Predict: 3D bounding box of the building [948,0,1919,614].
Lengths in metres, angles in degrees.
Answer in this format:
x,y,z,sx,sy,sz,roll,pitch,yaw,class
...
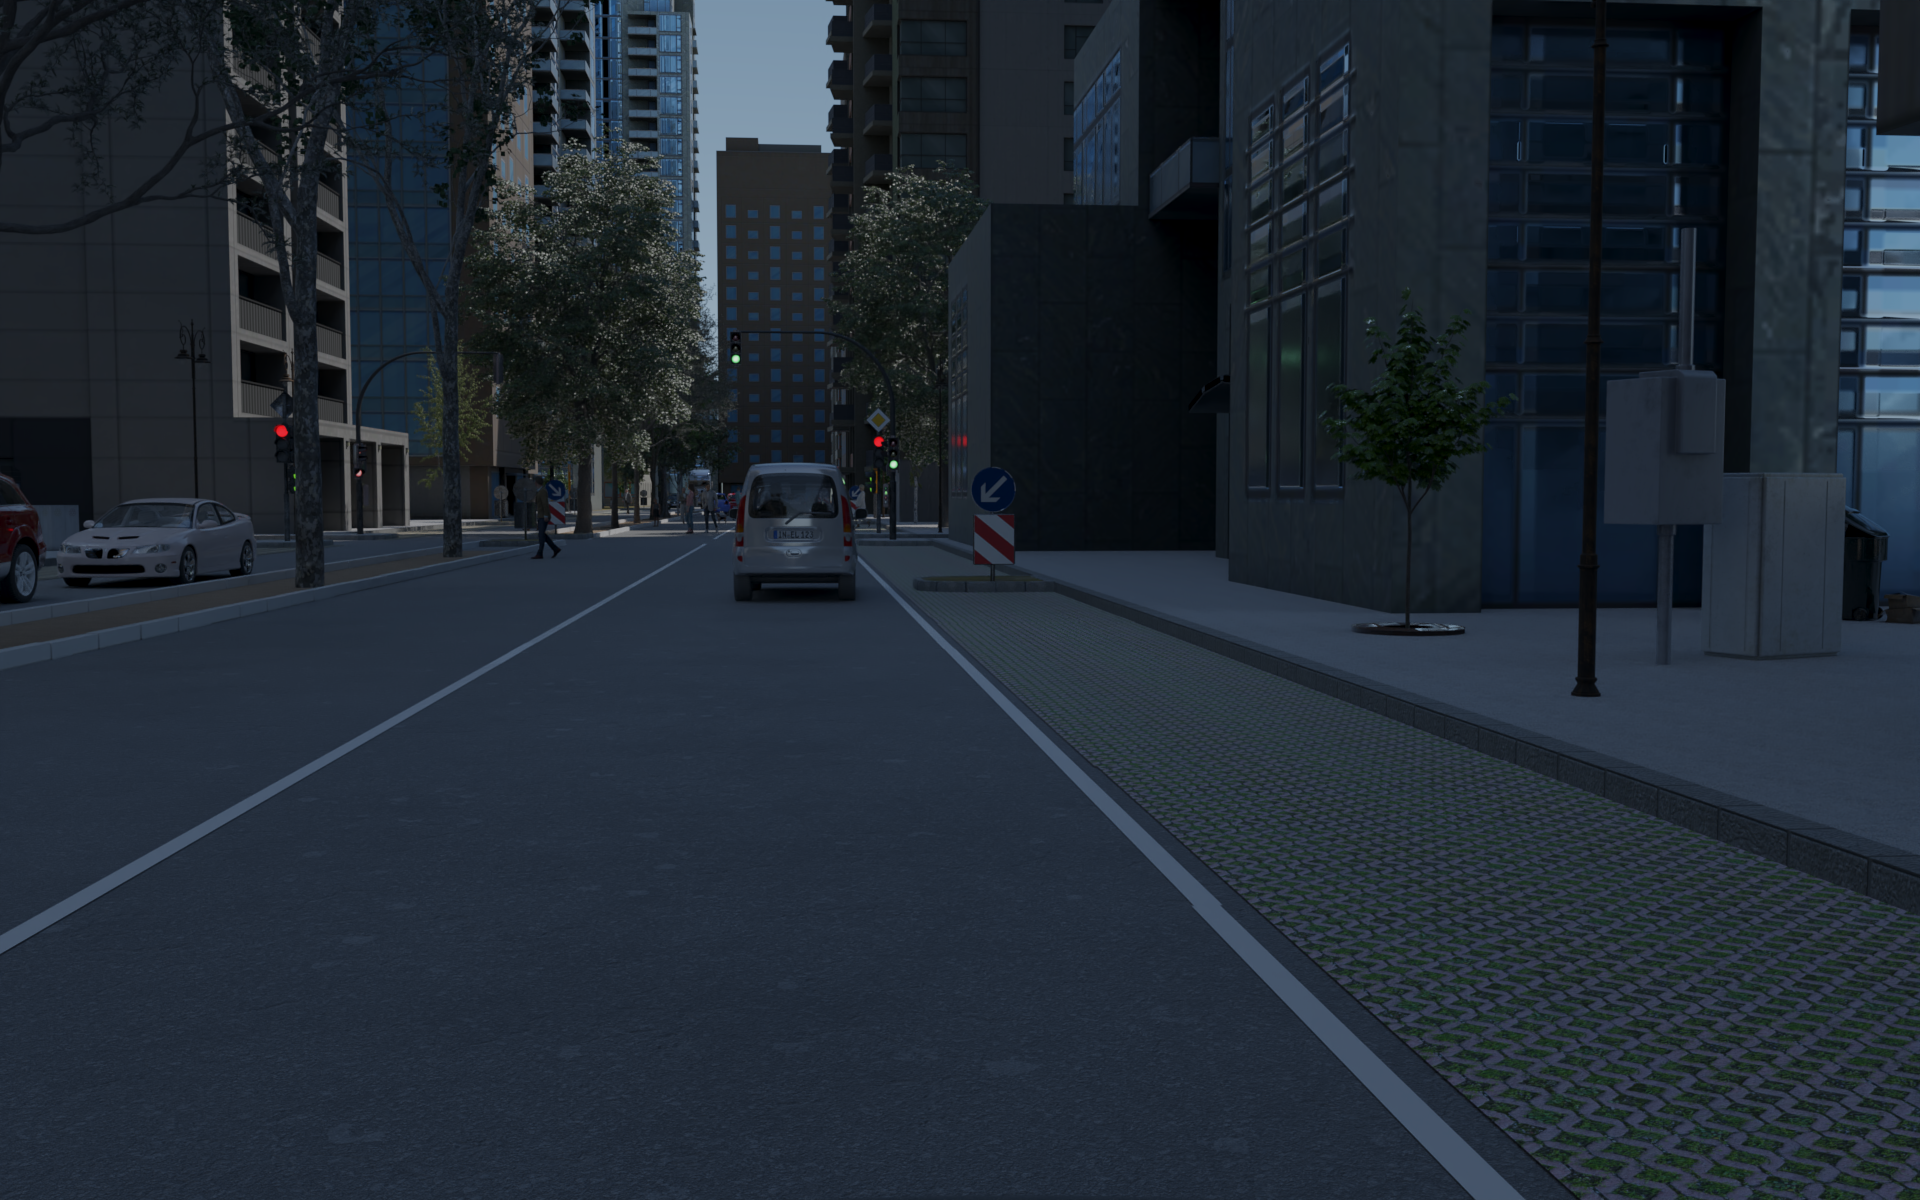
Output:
x,y,z,sx,sy,sz,roll,pitch,yaw,class
12.265,-44.009,32.225,22.319,86.520,31.000,0,4,-5,building

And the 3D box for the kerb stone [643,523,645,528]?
x,y,z,sx,sy,sz,roll,pitch,yaw,class
-13.519,-3.120,73.214,0.120,0.150,1.000,0,4,-5,kerb stone

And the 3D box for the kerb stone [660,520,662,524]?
x,y,z,sx,sy,sz,roll,pitch,yaw,class
-14.400,-3.683,82.407,0.120,0.150,1.000,0,4,-5,kerb stone

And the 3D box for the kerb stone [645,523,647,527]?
x,y,z,sx,sy,sz,roll,pitch,yaw,class
-13.614,-3.183,74.238,0.120,0.150,1.000,0,4,-5,kerb stone

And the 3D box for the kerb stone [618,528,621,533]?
x,y,z,sx,sy,sz,roll,pitch,yaw,class
-12.529,-2.492,62.972,0.120,0.150,1.000,0,4,-5,kerb stone

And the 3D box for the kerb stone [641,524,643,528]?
x,y,z,sx,sy,sz,roll,pitch,yaw,class
-13.420,-3.049,72.187,0.120,0.150,1.000,0,4,-5,kerb stone

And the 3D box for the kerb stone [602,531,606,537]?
x,y,z,sx,sy,sz,roll,pitch,yaw,class
-12.046,-2.180,57.881,0.120,0.150,1.000,0,4,-5,kerb stone

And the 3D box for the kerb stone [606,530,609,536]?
x,y,z,sx,sy,sz,roll,pitch,yaw,class
-12.140,-2.245,58.899,0.120,0.150,1.000,0,4,-5,kerb stone

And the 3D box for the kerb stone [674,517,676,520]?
x,y,z,sx,sy,sz,roll,pitch,yaw,class
-15.275,-4.241,91.616,0.120,0.150,1.000,0,4,-5,kerb stone

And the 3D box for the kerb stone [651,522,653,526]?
x,y,z,sx,sy,sz,roll,pitch,yaw,class
-13.903,-3.371,77.306,0.120,0.150,1.000,0,4,-5,kerb stone

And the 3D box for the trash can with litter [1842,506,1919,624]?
x,y,z,sx,sy,sz,roll,pitch,yaw,class
9.319,-0.375,17.513,0.624,1.170,1.055,-3,5,-39,trash can with litter

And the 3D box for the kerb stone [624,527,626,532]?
x,y,z,sx,sy,sz,roll,pitch,yaw,class
-12.730,-2.616,65.023,0.120,0.150,1.000,0,4,-5,kerb stone

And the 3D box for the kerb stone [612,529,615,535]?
x,y,z,sx,sy,sz,roll,pitch,yaw,class
-12.328,-2.370,60.937,0.120,0.150,1.000,0,4,-5,kerb stone

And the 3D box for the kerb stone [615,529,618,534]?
x,y,z,sx,sy,sz,roll,pitch,yaw,class
-12.437,-2.432,61.954,0.120,0.150,1.000,0,4,-5,kerb stone

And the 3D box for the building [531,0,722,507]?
x,y,z,sx,sy,sz,roll,pitch,yaw,class
-46.549,-55.586,221.496,31.000,86.520,22.319,0,4,-5,building

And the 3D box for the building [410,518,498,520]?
x,y,z,sx,sy,sz,roll,pitch,yaw,class
-30.902,-27.021,91.903,14.600,45.320,14.200,0,4,-5,building

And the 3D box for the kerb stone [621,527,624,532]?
x,y,z,sx,sy,sz,roll,pitch,yaw,class
-12.636,-2.557,63.997,0.120,0.150,1.000,0,4,-5,kerb stone

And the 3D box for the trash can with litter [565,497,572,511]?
x,y,z,sx,sy,sz,roll,pitch,yaw,class
-29.192,-7.144,128.198,1.055,1.170,0.624,-1,4,-17,trash can with litter

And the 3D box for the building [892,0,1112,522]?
x,y,z,sx,sy,sz,roll,pitch,yaw,class
3.558,-19.219,85.939,14.160,30.474,14.107,0,4,-5,building

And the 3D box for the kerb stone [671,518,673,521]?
x,y,z,sx,sy,sz,roll,pitch,yaw,class
-15.081,-4.120,89.559,0.120,0.150,1.000,0,4,-5,kerb stone

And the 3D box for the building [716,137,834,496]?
x,y,z,sx,sy,sz,roll,pitch,yaw,class
-23.471,-34.915,220.974,14.200,45.320,14.600,0,4,-5,building

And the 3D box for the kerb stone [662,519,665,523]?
x,y,z,sx,sy,sz,roll,pitch,yaw,class
-14.602,-3.808,84.451,0.120,0.150,1.000,0,4,-5,kerb stone

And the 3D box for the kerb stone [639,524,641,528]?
x,y,z,sx,sy,sz,roll,pitch,yaw,class
-13.321,-2.995,71.156,0.120,0.150,1.000,0,4,-5,kerb stone

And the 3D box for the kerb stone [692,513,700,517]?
x,y,z,sx,sy,sz,roll,pitch,yaw,class
-17.536,-5.674,115.102,0.120,0.150,1.000,0,4,-5,kerb stone

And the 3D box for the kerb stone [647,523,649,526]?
x,y,z,sx,sy,sz,roll,pitch,yaw,class
-13.710,-3.245,75.256,0.120,0.150,1.000,0,4,-5,kerb stone

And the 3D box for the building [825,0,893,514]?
x,y,z,sx,sy,sz,roll,pitch,yaw,class
2.142,-28.312,117.527,22.147,44.769,28.867,0,4,-5,building

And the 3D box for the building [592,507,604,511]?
x,y,z,sx,sy,sz,roll,pitch,yaw,class
-40.727,-50.736,142.209,22.319,86.520,31.000,0,4,-5,building

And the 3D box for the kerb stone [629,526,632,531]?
x,y,z,sx,sy,sz,roll,pitch,yaw,class
-12.926,-2.745,67.072,0.120,0.150,1.000,0,4,-5,kerb stone

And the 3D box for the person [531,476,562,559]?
x,y,z,sx,sy,sz,roll,pitch,yaw,class
-9.246,-1.839,38.484,0.656,1.842,0.836,3,5,41,person

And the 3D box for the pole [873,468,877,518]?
x,y,z,sx,sy,sz,roll,pitch,yaw,class
-4.498,-6.002,91.977,0.158,3.312,0.155,0,3,0,pole

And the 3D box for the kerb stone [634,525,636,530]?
x,y,z,sx,sy,sz,roll,pitch,yaw,class
-13.125,-2.870,69.118,0.120,0.150,1.000,0,4,-5,kerb stone

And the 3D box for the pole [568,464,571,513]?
x,y,z,sx,sy,sz,roll,pitch,yaw,class
-26.797,-7.646,118.853,0.158,3.312,0.155,0,3,0,pole

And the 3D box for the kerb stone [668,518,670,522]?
x,y,z,sx,sy,sz,roll,pitch,yaw,class
-14.888,-3.995,87.521,0.120,0.150,1.000,0,4,-5,kerb stone

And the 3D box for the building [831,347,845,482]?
x,y,z,sx,sy,sz,roll,pitch,yaw,class
-0.316,-21.373,194.493,27.650,21.520,28.899,0,4,-5,building

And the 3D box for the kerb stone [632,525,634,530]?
x,y,z,sx,sy,sz,roll,pitch,yaw,class
-13.030,-2.799,68.093,0.120,0.150,1.000,0,4,-5,kerb stone

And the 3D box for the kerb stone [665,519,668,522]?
x,y,z,sx,sy,sz,roll,pitch,yaw,class
-14.790,-3.930,86.498,0.120,0.150,1.000,0,4,-5,kerb stone

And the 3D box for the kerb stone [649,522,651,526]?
x,y,z,sx,sy,sz,roll,pitch,yaw,class
-13.816,-3.308,76.278,0.120,0.150,1.000,0,4,-5,kerb stone

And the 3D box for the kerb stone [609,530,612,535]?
x,y,z,sx,sy,sz,roll,pitch,yaw,class
-12.240,-2.305,59.916,0.120,0.150,1.000,0,4,-5,kerb stone

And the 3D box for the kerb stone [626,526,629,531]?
x,y,z,sx,sy,sz,roll,pitch,yaw,class
-12.828,-2.679,66.048,0.120,0.150,1.000,0,4,-5,kerb stone

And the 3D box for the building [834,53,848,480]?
x,y,z,sx,sy,sz,roll,pitch,yaw,class
-4.677,-31.901,171.684,14.600,45.320,14.200,0,4,-5,building

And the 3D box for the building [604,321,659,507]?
x,y,z,sx,sy,sz,roll,pitch,yaw,class
-48.881,-21.105,190.098,28.899,21.520,27.650,0,4,-5,building

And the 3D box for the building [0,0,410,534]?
x,y,z,sx,sy,sz,roll,pitch,yaw,class
-32.010,-38.183,62.541,20.563,71.187,20.611,0,4,-5,building

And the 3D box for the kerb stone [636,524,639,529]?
x,y,z,sx,sy,sz,roll,pitch,yaw,class
-13.219,-2.932,70.136,0.120,0.150,1.000,0,4,-5,kerb stone

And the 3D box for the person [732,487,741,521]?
x,y,z,sx,sy,sz,roll,pitch,yaw,class
-12.086,-5.239,94.025,0.748,1.841,0.638,-1,4,-16,person

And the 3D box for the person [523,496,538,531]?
x,y,z,sx,sy,sz,roll,pitch,yaw,class
-16.595,-3.587,67.108,0.822,1.834,0.622,-3,5,-42,person

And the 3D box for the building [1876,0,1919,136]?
x,y,z,sx,sy,sz,roll,pitch,yaw,class
10.708,-19.525,2.833,14.154,41.232,14.086,0,4,-5,building
